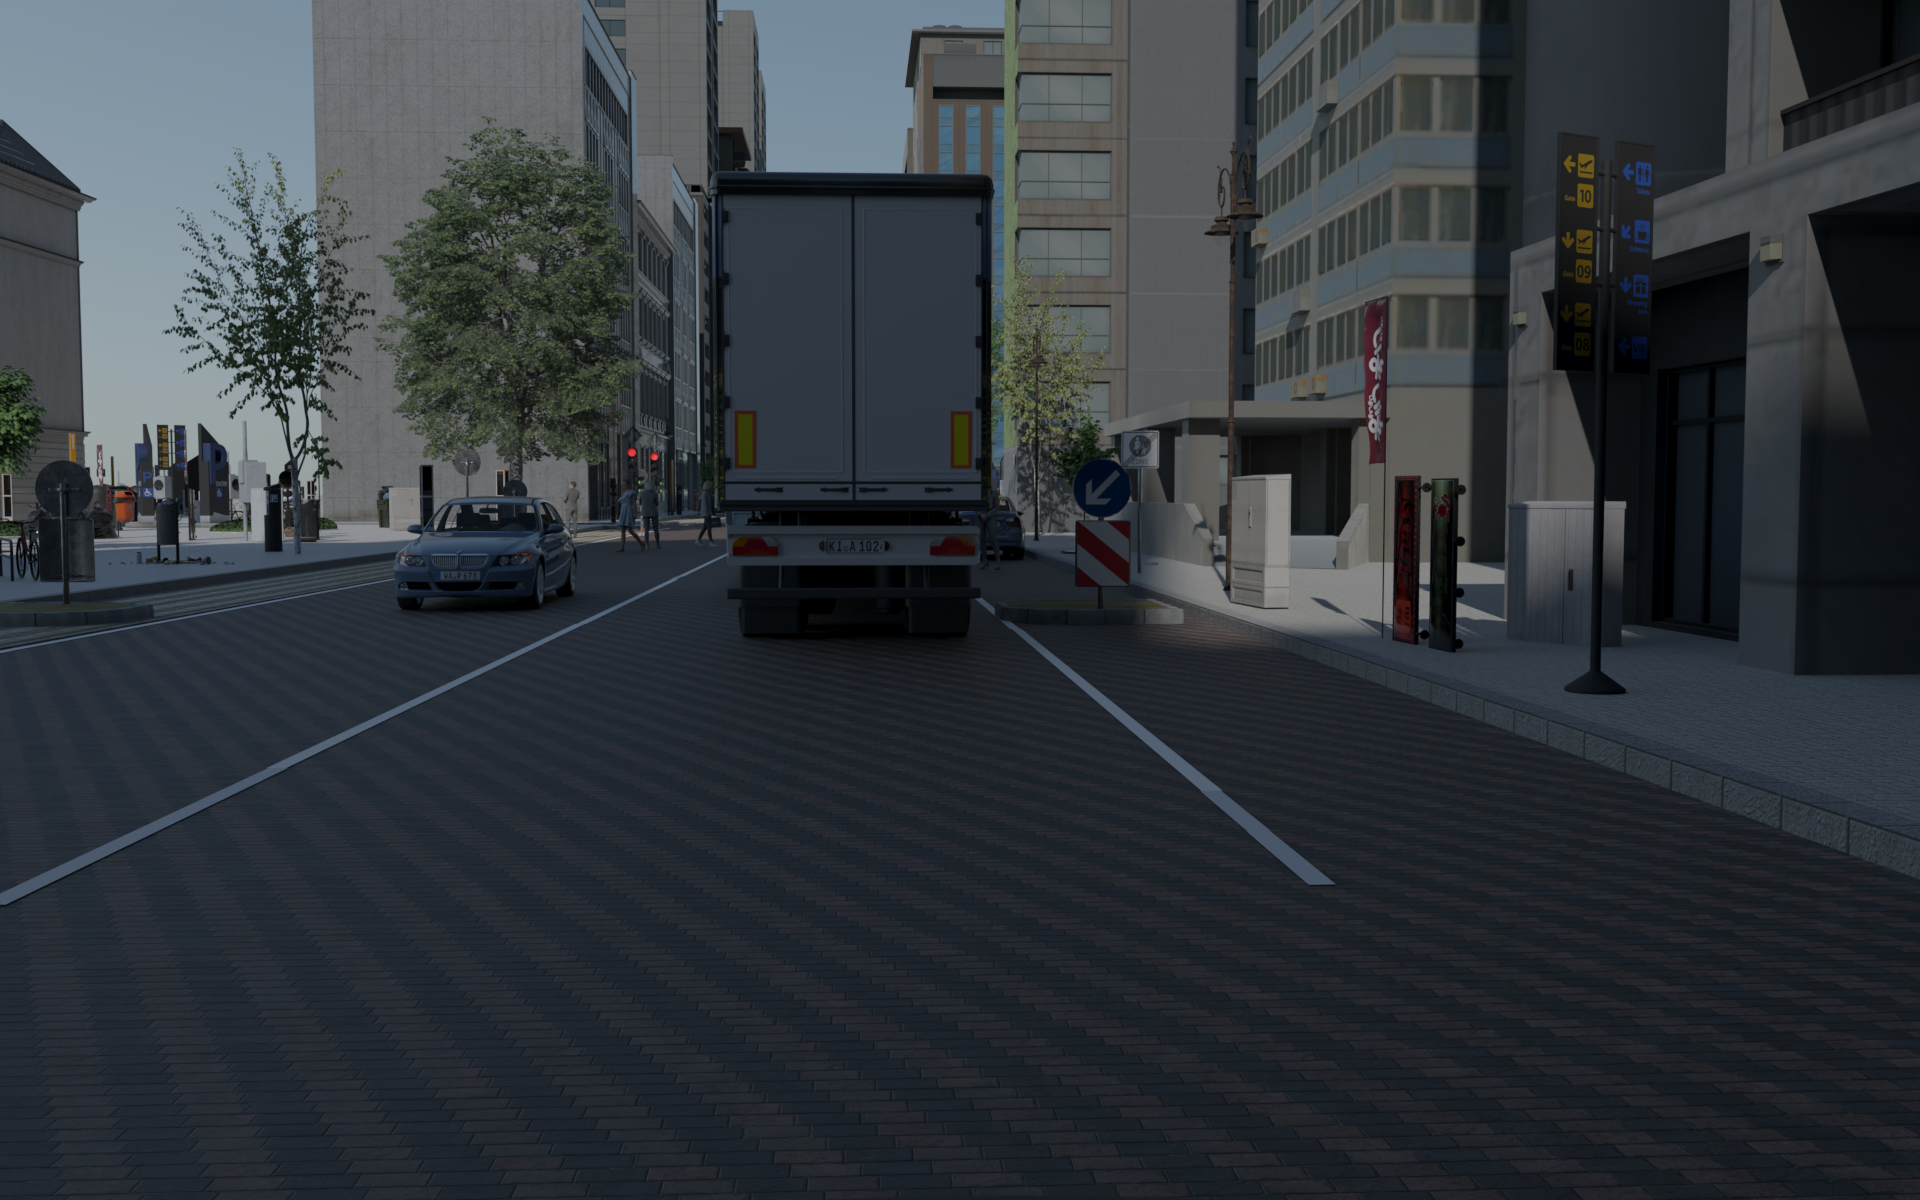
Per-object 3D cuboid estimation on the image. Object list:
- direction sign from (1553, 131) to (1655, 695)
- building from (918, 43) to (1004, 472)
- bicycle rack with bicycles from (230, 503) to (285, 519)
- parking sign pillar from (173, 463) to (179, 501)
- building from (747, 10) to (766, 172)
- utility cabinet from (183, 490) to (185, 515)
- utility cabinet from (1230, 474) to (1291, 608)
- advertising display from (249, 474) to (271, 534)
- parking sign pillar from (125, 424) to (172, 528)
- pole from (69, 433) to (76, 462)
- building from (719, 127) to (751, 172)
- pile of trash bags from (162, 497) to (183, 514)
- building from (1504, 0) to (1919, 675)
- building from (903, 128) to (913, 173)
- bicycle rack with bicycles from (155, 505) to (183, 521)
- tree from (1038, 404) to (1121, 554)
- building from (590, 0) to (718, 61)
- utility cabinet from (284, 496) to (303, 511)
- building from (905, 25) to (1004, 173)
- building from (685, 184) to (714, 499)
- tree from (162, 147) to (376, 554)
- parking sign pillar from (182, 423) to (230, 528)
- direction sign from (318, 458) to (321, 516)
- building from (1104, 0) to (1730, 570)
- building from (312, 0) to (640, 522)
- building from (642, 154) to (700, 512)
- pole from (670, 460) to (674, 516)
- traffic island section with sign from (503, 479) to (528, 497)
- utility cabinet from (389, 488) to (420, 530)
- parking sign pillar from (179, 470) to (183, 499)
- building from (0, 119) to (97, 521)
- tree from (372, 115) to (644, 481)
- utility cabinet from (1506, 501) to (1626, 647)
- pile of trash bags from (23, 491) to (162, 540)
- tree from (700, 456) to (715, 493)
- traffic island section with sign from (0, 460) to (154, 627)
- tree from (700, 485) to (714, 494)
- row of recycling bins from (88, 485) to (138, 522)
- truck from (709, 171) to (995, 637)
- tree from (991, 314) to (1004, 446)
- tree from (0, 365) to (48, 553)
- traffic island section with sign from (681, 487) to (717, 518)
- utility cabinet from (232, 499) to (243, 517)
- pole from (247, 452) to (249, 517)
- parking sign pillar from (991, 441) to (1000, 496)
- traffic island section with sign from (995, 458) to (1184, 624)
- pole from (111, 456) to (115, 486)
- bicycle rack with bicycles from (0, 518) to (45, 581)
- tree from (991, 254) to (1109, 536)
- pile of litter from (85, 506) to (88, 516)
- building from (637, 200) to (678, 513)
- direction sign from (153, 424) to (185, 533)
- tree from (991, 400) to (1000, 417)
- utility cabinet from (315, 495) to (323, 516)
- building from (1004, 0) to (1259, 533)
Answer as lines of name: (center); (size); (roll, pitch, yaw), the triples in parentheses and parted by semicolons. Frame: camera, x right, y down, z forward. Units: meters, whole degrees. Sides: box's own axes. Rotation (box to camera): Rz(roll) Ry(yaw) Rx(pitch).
direction sign: (4.122, -1.171, 11.137); (0.876, 3.537, 0.379); (-2, 4, -30)
building: (2.956, -32.047, 174.072); (14.600, 45.320, 14.200); (0, 4, -3)
bicycle rack with bicycles: (-28.238, -3.428, 69.425); (2.925, 0.926, 2.852); (0, 4, 8)
parking sign pillar: (-54.127, -8.020, 119.592); (1.447, 3.967, 1.447); (2, 4, 27)
building: (-38.445, -50.361, 261.648); (20.563, 71.187, 20.611); (0, 4, -3)
utility cabinet: (-46.983, -5.937, 105.748); (0.318, 1.500, 1.173); (0, 4, 5)
utility cabinet: (3.412, -0.678, 19.767); (0.318, 1.500, 1.173); (-1, 4, -10)
advertising display: (-22.283, -3.053, 55.130); (0.974, 1.923, 0.123); (2, 4, 31)
parking sign pillar: (-30.967, -4.729, 65.787); (1.447, 3.967, 1.447); (-2, 4, -33)
pole: (-29.838, -3.942, 58.289); (0.158, 3.312, 0.155); (0, 3, 0)
building: (-35.659, -33.481, 202.034); (22.147, 44.769, 28.867); (0, 4, -3)
pile of trash bags: (-51.296, -6.192, 110.996); (3.447, 1.369, 1.912); (1, 4, 12)
building: (16.377, -34.719, 5.913); (20.563, 71.187, 20.611); (0, 4, -3)
building: (3.705, -36.435, 219.414); (21.300, 48.544, 21.600); (0, 4, -3)
bicycle rack with bicycles: (-39.181, -4.269, 83.184); (2.925, 0.926, 2.852); (3, 4, 36)
tree: (2.766, -2.609, 37.261); (1.663, 3.219, 1.824); (0, 3, 0)
building: (-32.961, -45.148, 176.421); (20.563, 71.187, 20.611); (0, 4, -3)
utility cabinet: (-34.917, -4.870, 90.784); (1.020, 1.237, 0.306); (1, 4, 21)
building: (8.591, -37.052, 195.037); (28.713, 52.752, 27.495); (0, 4, -3)
building: (-29.655, -23.780, 160.507); (14.160, 30.474, 14.107); (0, 4, -3)
tree: (-14.313, -5.282, 36.730); (4.737, 8.622, 4.395); (0, 3, 0)
parking sign pillar: (-28.605, -4.768, 66.425); (1.447, 3.967, 1.447); (1, 4, 11)
direction sign: (-30.958, -5.606, 83.657); (0.379, 3.537, 0.876); (-1, 4, -20)
building: (19.977, -21.131, 37.380); (32.217, 40.220, 23.993); (0, 4, -3)
building: (-23.776, -16.563, 88.830); (12.078, 24.808, 19.932); (0, 4, -3)
building: (-26.581, -19.109, 130.456); (12.078, 24.808, 19.932); (0, 4, -3)
pole: (-17.137, -6.676, 103.004); (0.158, 3.312, 0.155); (0, 3, 0)
traffic island section with sign: (-11.943, -2.309, 46.378); (1.989, 1.847, 2.006); (0, 4, -3)
utility cabinet: (-19.336, -3.177, 60.621); (1.173, 1.500, 0.318); (-2, 4, -35)
parking sign pillar: (-45.885, -7.072, 104.094); (1.447, 3.967, 1.447); (-1, 4, -18)
building: (-53.142, -13.330, 82.577); (19.286, 19.102, 10.561); (0, 4, -3)
tree: (-15.471, -9.397, 60.295); (9.857, 13.997, 8.962); (0, 3, 0)
utility cabinet: (5.205, -0.231, 14.941); (0.306, 1.237, 1.020); (-2, 4, -31)
pile of trash bags: (-25.111, -2.453, 49.851); (1.912, 1.369, 3.447); (1, 4, 17)
tree: (-20.502, -9.824, 144.330); (4.285, 4.588, 4.351); (0, 3, 0)
traffic island section with sign: (-10.287, -0.663, 19.472); (1.989, 1.847, 2.006); (0, 4, -3)
tree: (-21.281, -9.424, 148.688); (1.663, 3.219, 1.824); (0, 3, 0)
row of recycling bins: (-38.411, -4.393, 78.933); (1.069, 1.692, 3.534); (1, 4, 11)
truck: (-1.251, -1.946, 20.731); (2.839, 4.237, 11.283); (0, 4, -3)
tree: (-0.135, -10.182, 92.236); (9.928, 11.665, 9.643); (0, 3, 0)
tree: (-21.588, -3.303, 37.712); (4.285, 4.588, 4.351); (0, 3, 0)
traffic island section with sign: (-15.353, -5.707, 101.938); (1.989, 1.847, 2.006); (0, 4, -3)
utility cabinet: (-40.638, -5.279, 97.467); (1.020, 1.237, 0.306); (-1, 4, -13)
pole: (-34.624, -5.514, 84.002); (0.158, 3.312, 0.155); (0, 3, 0)
parking sign pillar: (1.399, -6.003, 86.618); (1.447, 3.967, 1.447); (0, 4, 1)
traffic island section with sign: (1.428, -0.697, 20.020); (1.989, 1.847, 2.006); (0, 4, -3)
pole: (-45.607, -6.080, 93.257); (0.158, 3.312, 0.155); (0, 3, 0)
bicycle rack with bicycles: (-15.165, -0.769, 25.949); (2.852, 0.926, 2.925); (-2, 4, -32)
tree: (2.406, -6.276, 52.972); (4.737, 8.622, 4.395); (0, 3, 0)
pile of litter: (-41.743, -4.259, 83.596); (1.176, 0.858, 1.719); (1, 4, 20)
building: (-24.677, -16.734, 109.757); (11.583, 22.565, 21.152); (0, 4, -3)
direction sign: (-25.761, -3.955, 56.658); (0.876, 3.537, 0.379); (-3, 5, -39)
tree: (-1.971, -12.241, 117.148); (9.611, 12.733, 9.660); (0, 3, 0)
utility cabinet: (-38.220, -5.624, 103.106); (1.020, 1.237, 0.306); (-2, 4, -24)
building: (8.487, -23.247, 63.686); (14.154, 41.232, 14.086); (0, 4, -3)
